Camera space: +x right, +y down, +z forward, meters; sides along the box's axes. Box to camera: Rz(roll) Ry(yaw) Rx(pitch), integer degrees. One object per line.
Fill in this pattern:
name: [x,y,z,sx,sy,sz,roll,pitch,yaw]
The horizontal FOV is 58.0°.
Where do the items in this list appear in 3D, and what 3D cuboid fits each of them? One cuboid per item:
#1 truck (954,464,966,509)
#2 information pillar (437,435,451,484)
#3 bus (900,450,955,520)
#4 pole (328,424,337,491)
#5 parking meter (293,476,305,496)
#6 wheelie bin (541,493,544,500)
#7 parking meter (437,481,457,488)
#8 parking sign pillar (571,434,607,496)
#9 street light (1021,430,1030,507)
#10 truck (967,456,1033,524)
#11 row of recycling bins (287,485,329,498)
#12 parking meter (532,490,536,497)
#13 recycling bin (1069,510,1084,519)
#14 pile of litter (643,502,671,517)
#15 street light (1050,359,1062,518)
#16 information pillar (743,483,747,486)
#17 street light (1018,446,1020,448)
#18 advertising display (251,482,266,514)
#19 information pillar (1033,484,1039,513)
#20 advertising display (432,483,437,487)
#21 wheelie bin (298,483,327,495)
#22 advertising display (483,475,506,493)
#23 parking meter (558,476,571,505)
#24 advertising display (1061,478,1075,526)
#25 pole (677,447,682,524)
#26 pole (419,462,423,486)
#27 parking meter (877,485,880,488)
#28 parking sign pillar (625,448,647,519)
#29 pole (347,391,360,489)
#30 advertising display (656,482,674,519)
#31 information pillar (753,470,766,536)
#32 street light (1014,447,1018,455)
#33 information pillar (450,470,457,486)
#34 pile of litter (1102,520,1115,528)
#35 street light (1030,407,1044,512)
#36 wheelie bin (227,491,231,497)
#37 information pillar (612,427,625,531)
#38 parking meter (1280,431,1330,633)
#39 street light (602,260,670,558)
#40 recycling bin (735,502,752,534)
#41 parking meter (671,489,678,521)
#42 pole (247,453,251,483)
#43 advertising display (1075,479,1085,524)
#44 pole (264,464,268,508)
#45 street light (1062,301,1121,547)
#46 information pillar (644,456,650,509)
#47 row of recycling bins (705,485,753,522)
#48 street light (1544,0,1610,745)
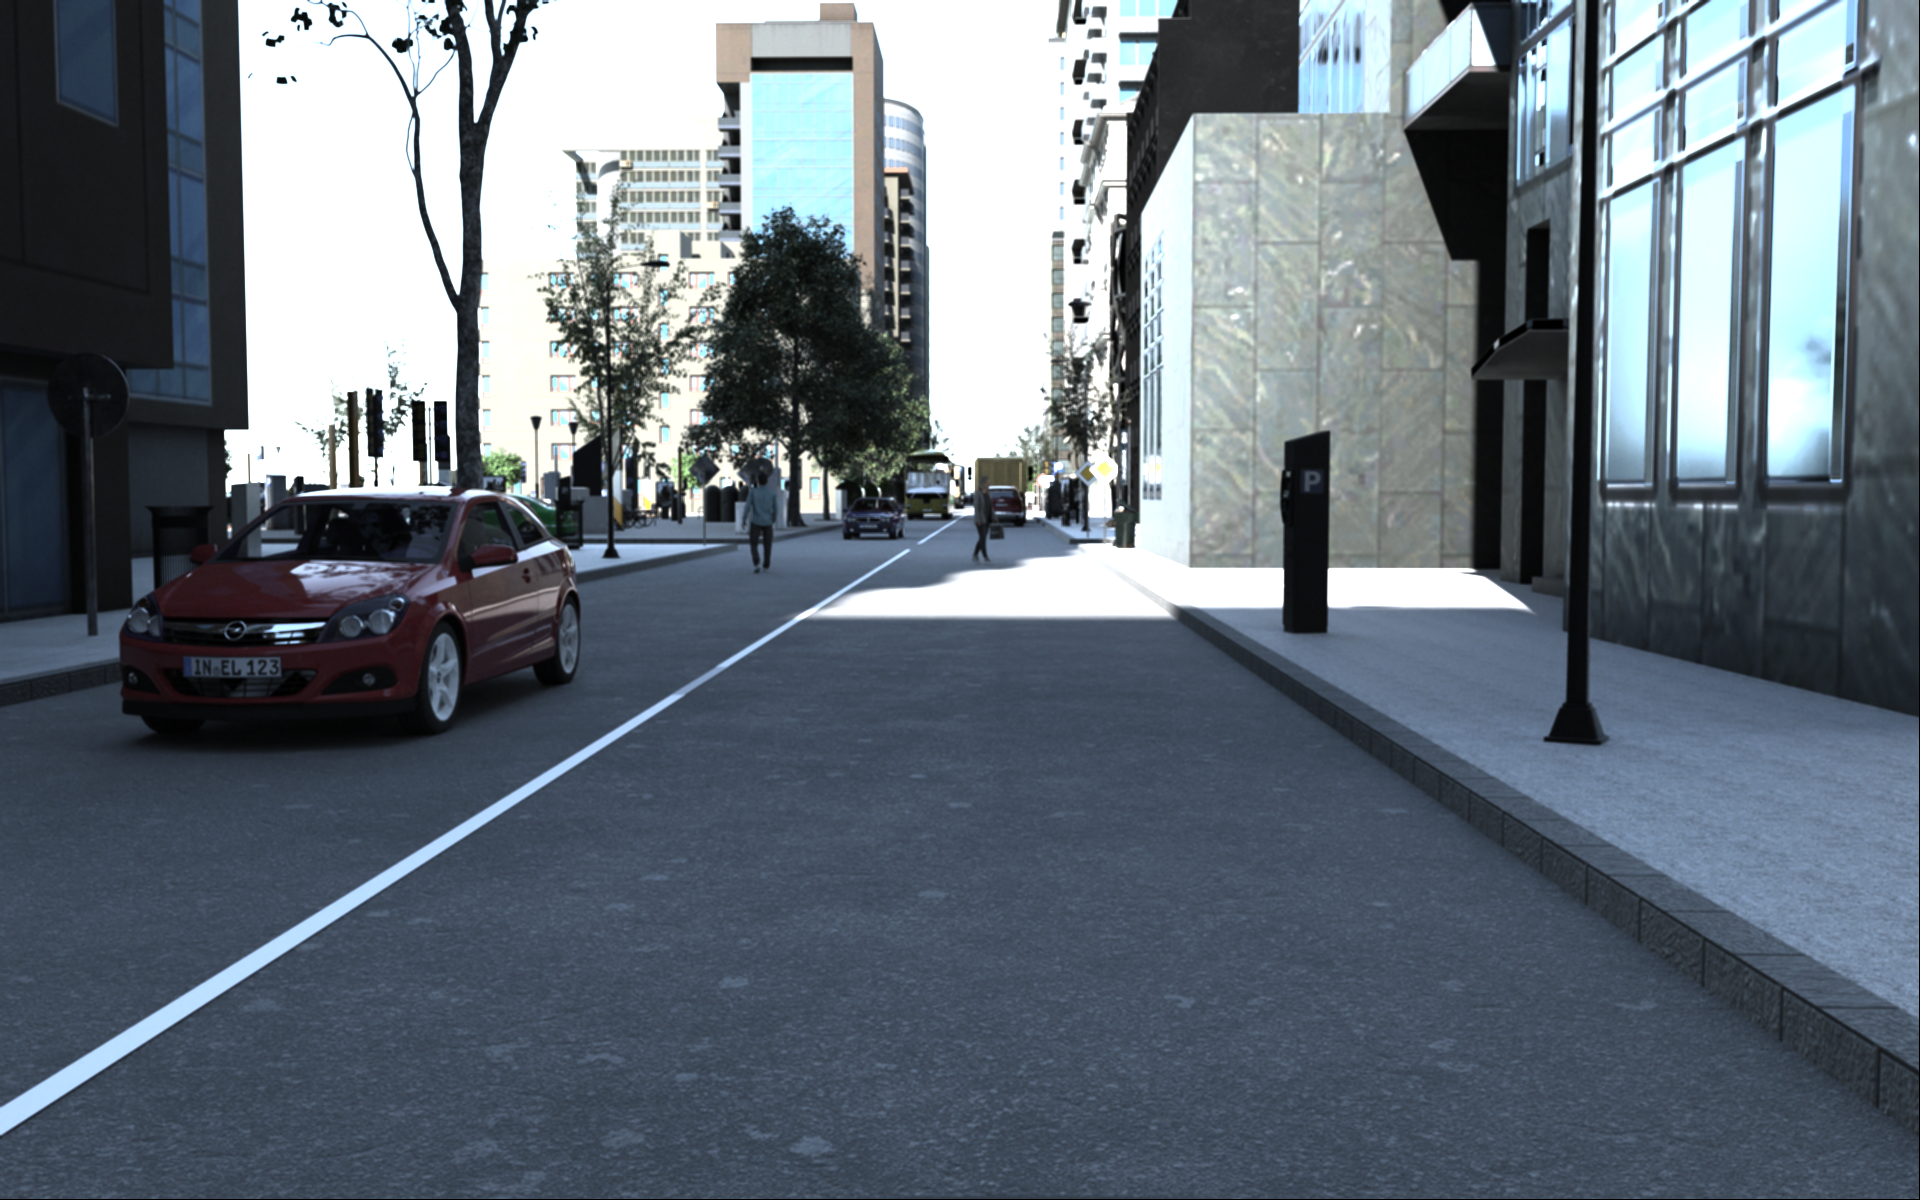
truck: [-0.973,-10.823,165.865,2.839,4.237,11.283,0,4,3]
information pillar: [-17.372,-4.096,58.318,0.504,3.616,0.183,-3,5,-40]
bus: [-1.694,-6.630,99.944,2.896,3.916,12.252,0,4,1]
pole: [-18.315,-3.469,50.569,0.158,3.312,0.155,0,3,0]
parking meter: [-20.874,-2.998,54.728,0.255,1.863,0.399,-3,4,-38]
wheelie bin: [-29.250,-7.037,122.956,0.980,1.594,0.693,-1,4,-17]
parking meter: [-10.094,-1.572,34.116,0.372,1.533,0.369,0,3,0]
parking sign pillar: [-16.706,-5.444,77.475,1.447,3.967,1.447,-2,4,-30]
street light: [5.327,-9.381,125.924,1.470,5.913,1.316,0,4,1]
truck: [2.040,-5.621,87.834,3.469,3.379,9.791,0,4,1]
row of recycling bins: [-28.738,-4.266,76.856,3.534,1.692,1.069,3,5,42]
parking meter: [-27.883,-6.432,113.568,0.372,1.533,0.369,0,3,0]
recycling bin: [6.139,-4.748,90.180,0.722,1.027,0.722,-3,4,-37]
pile of litter: [-16.896,-5.038,96.332,1.719,0.858,1.176,0,4,-6]
street light: [3.810,-5.332,59.719,1.470,5.913,1.316,0,4,1]
information pillar: [-14.551,-6.854,116.555,0.304,2.012,0.304,1,4,22]
street light: [5.474,-9.976,135.644,1.470,5.913,1.316,0,4,1]
advertising display: [-36.927,-5.270,91.373,0.974,1.923,0.123,-2,4,-28]
information pillar: [5.301,-7.084,120.321,0.304,2.012,0.304,2,4,26]
advertising display: [-29.781,-5.749,99.209,0.123,1.923,0.974,2,4,35]
wheelie bin: [-19.207,-2.667,51.506,0.980,1.594,0.693,-2,4,-26]
advertising display: [-16.084,-3.324,59.554,0.974,1.923,0.123,1,4,10]
parking meter: [-12.634,-3.034,55.311,0.399,1.863,0.255,-1,4,-17]
advertising display: [4.265,-3.933,69.512,0.123,1.923,0.974,-1,4,-17]
pole: [-12.049,-4.930,74.451,0.158,3.312,0.155,0,3,0]
pole: [-26.099,-5.506,83.861,0.158,3.312,0.155,0,3,0]
parking meter: [-5.119,-6.189,106.896,0.255,1.863,0.399,3,4,38]
parking sign pillar: [-16.968,-6.184,89.576,1.447,3.967,1.447,0,4,-1]
pole: [-12.027,-2.480,34.392,0.158,3.312,0.155,0,3,0]
advertising display: [-15.150,-5.125,89.005,0.974,1.923,0.123,-2,4,-32]
information pillar: [-6.165,-2.985,53.292,0.304,2.012,0.304,-3,4,-38]
street light: [6.203,-11.998,168.715,1.470,5.913,1.316,0,4,1]
information pillar: [-15.199,-2.929,52.377,0.304,2.012,0.304,2,4,32]
pile of litter: [6.145,-3.247,67.053,1.719,0.858,1.176,-2,4,-35]
street light: [4.650,-7.358,92.837,1.470,5.913,1.316,0,4,1]
wheelie bin: [-49.090,-6.662,116.826,0.693,1.594,0.980,-3,4,-37]
information pillar: [-11.977,-4.228,60.475,0.504,3.616,0.183,3,4,36]
parking meter: [3.191,-0.631,16.031,0.399,1.863,0.255,-1,4,-10]
street light: [-6.469,-3.796,34.600,1.470,5.913,1.316,0,4,1]
recycling bin: [-6.705,-2.621,55.401,0.722,1.027,0.722,-3,5,-41]
parking meter: [-13.674,-4.563,83.014,0.372,1.533,0.369,0,3,0]
pole: [-34.882,-5.577,85.027,0.158,3.312,0.155,0,3,0]
advertising display: [5.179,-4.293,75.402,0.123,1.923,0.974,3,5,40]
pole: [-47.343,-7.607,118.214,0.158,3.312,0.155,0,3,0]
street light: [3.293,-4.239,41.844,1.470,5.913,1.316,0,4,1]
information pillar: [-19.270,-7.053,106.677,0.504,3.616,0.183,2,4,35]
row of recycling bins: [-10.148,-4.442,79.741,3.534,1.692,1.069,1,4,16]
street light: [2.673,-2.222,8.866,1.470,5.913,1.316,0,4,1]
